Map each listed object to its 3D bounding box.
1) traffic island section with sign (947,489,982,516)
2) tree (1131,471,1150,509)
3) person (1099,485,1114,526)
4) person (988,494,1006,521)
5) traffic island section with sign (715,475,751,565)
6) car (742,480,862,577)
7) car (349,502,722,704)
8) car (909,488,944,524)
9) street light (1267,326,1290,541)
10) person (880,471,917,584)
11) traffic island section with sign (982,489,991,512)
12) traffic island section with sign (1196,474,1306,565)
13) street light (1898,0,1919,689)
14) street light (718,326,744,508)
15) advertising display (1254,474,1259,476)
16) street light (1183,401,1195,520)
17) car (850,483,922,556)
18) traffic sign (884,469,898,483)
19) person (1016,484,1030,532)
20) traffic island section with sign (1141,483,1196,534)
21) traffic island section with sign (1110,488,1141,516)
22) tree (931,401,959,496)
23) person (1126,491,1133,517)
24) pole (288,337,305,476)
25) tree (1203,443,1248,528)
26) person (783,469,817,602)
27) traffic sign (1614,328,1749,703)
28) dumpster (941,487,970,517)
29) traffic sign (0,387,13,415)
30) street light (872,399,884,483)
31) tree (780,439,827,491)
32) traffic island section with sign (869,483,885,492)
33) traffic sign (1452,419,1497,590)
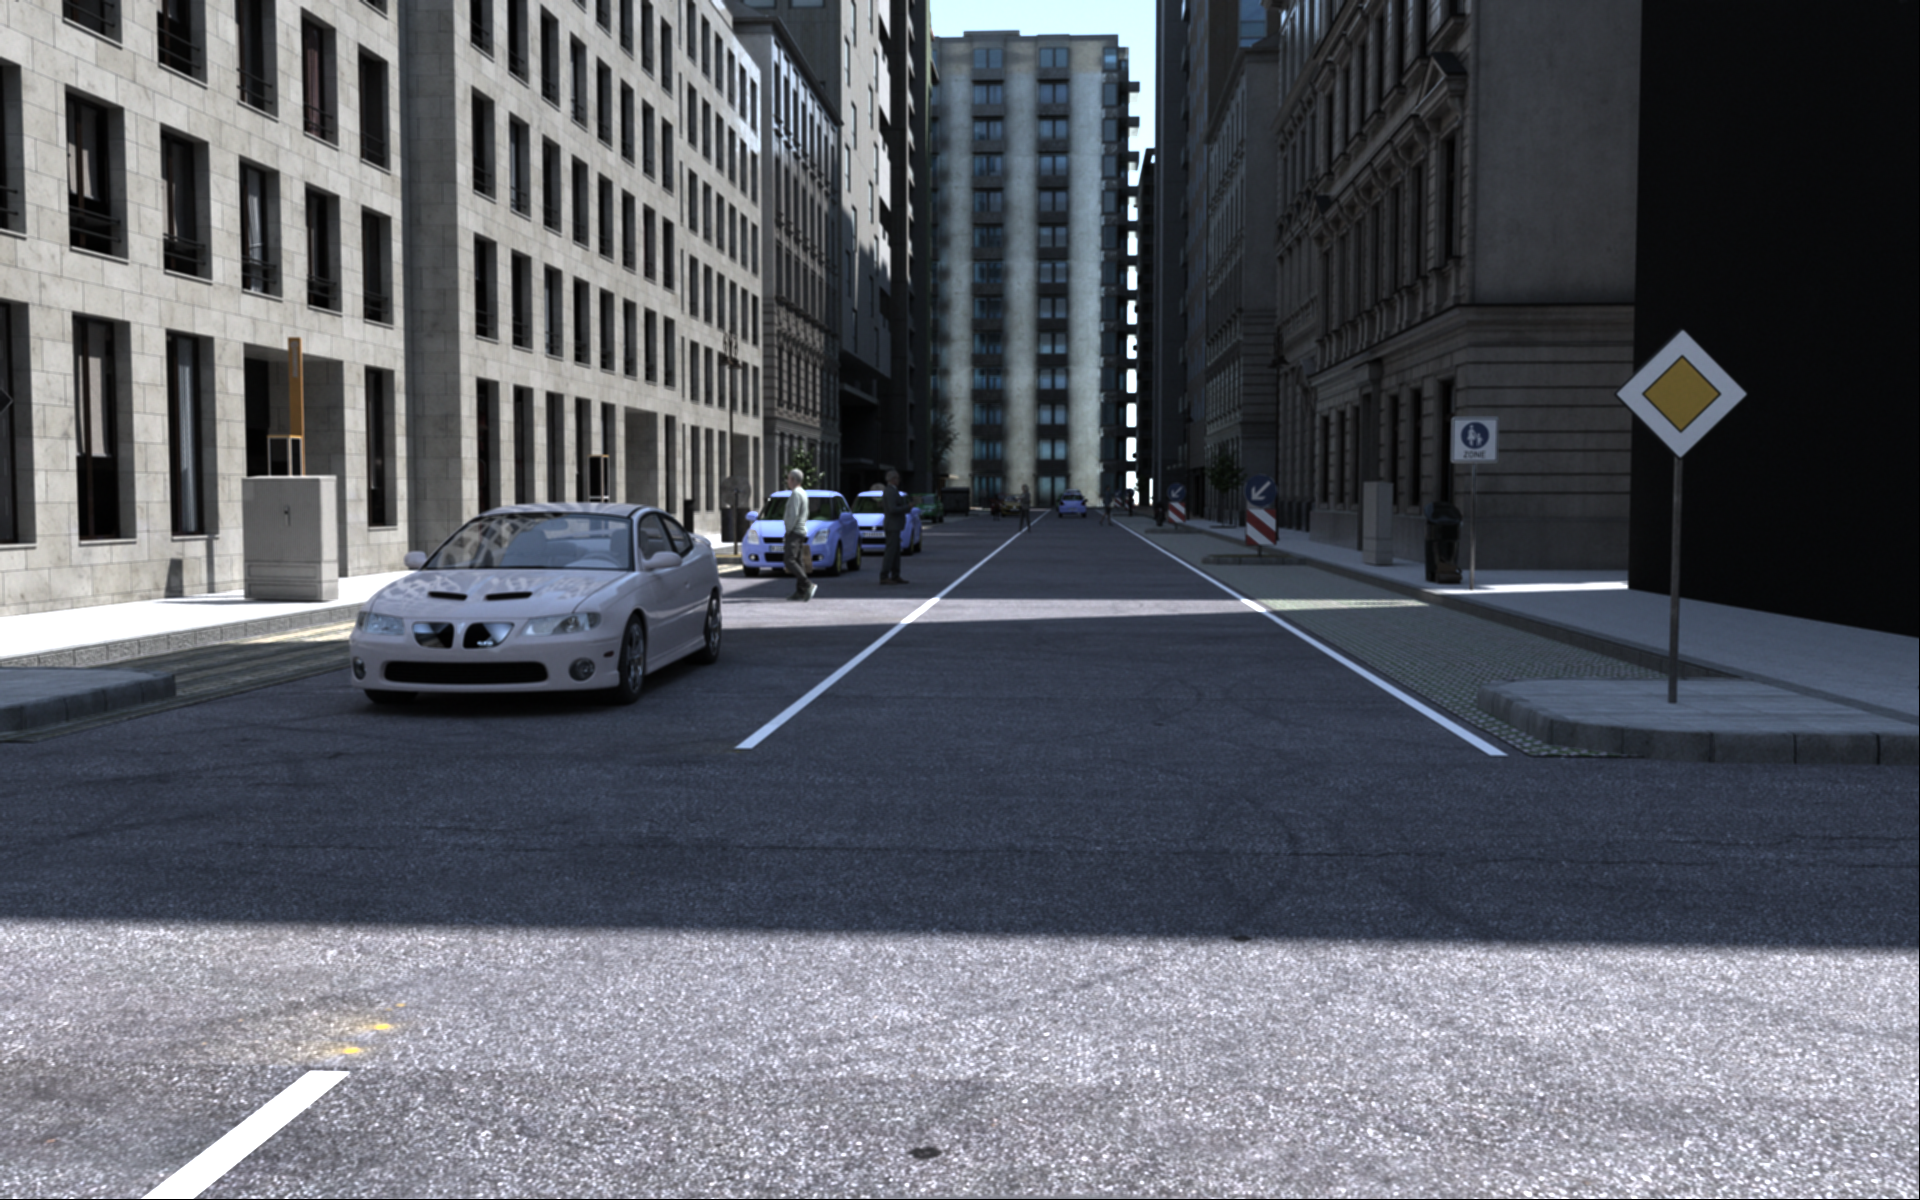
[{"bbox_3d":[0.222,-6.376,112.883,1.989,1.847,2.006,0,4,4],"label":"traffic island section with sign"},{"bbox_3d":[15.187,-9.267,146.124,1.663,3.219,1.824,0,3,0],"label":"tree"},{"bbox_3d":[6.667,-4.290,78.671,0.654,1.822,0.581,1,4,20],"label":"person"},{"bbox_3d":[1.984,-5.020,93.837,1.065,1.426,0.557,-2,4,-25],"label":"person"},{"bbox_3d":[-4.687,-1.667,35.883,1.989,1.847,2.006,0,4,4],"label":"traffic island section with sign"},{"bbox_3d":[-2.824,-1.325,31.253,1.945,1.707,3.694,0,4,5],"label":"car"},{"bbox_3d":[-3.056,-0.060,13.348,2.083,1.381,4.827,0,4,3],"label":"car"},{"bbox_3d":[-1.821,-4.627,84.447,1.959,1.807,4.718,0,4,5],"label":"car"},{"bbox_3d":[8.748,-4.584,47.736,0.468,5.910,1.993,0,4,4],"label":"street light"},{"bbox_3d":[-0.990,-1.154,27.547,0.590,1.801,0.661,-1,4,-9],"label":"person"},{"bbox_3d":[1.927,-8.022,139.784,1.989,1.847,2.006,0,4,4],"label":"traffic island section with sign"},{"bbox_3d":[5.983,-1.648,35.570,1.989,1.847,2.006,0,4,4],"label":"traffic island section with sign"},{"bbox_3d":[6.401,-2.349,11.200,0.468,5.910,1.993,0,4,4],"label":"street light"},{"bbox_3d":[-6.331,-4.597,47.948,0.468,5.910,1.993,0,4,4],"label":"street light"},{"bbox_3d":[9.716,-3.143,56.605,0.123,1.923,0.974,0,4,3],"label":"advertising display"},{"bbox_3d":[11.220,-6.866,85.049,0.468,5.910,1.993,0,4,4],"label":"street light"},{"bbox_3d":[-1.866,-1.951,41.489,1.945,1.707,3.694,0,4,3],"label":"car"},{"bbox_3d":[-3.453,-5.294,86.663,0.768,2.556,0.104,1,4,12],"label":"traffic sign"},{"bbox_3d":[2.402,-3.438,64.892,0.526,1.800,0.537,-2,4,-24],"label":"person"},{"bbox_3d":[7.731,-3.328,63.048,1.989,1.847,2.006,0,4,4],"label":"traffic island section with sign"},{"bbox_3d":[10.868,-6.340,112.284,1.989,1.847,2.006,0,4,4],"label":"traffic island section with sign"},{"bbox_3d":[-2.066,-11.364,136.155,4.360,8.622,3.978,0,3,0],"label":"tree"},{"bbox_3d":[10.754,-6.100,109.712,0.415,1.643,0.593,0,4,3],"label":"person"},{"bbox_3d":[-8.672,-1.764,22.681,0.158,3.312,0.155,0,3,0],"label":"pole"},{"bbox_3d":[10.168,-4.364,65.957,1.663,3.219,1.824,0,3,0],"label":"tree"},{"bbox_3d":[-2.153,-0.881,23.387,0.515,1.767,0.782,0,4,4],"label":"person"},{"bbox_3d":[4.373,-0.424,10.573,0.795,2.450,0.064,0,4,4],"label":"traffic sign"},{"bbox_3d":[-0.290,-6.131,108.453,1.865,1.857,1.264,0,4,4],"label":"dumpster"},{"bbox_3d":[-6.548,-0.467,11.286,0.795,2.450,0.064,0,4,4],"label":"traffic sign"},{"bbox_3d":[-3.959,-6.814,84.201,0.468,5.910,1.993,0,4,4],"label":"street light"},{"bbox_3d":[-5.527,-4.085,61.390,1.663,3.219,1.824,0,3,0],"label":"tree"},{"bbox_3d":[-2.949,-3.327,63.025,1.989,1.847,2.006,0,4,4],"label":"traffic island section with sign"},{"bbox_3d":[6.835,-1.281,23.068,0.606,2.300,0.079,0,4,6],"label":"traffic sign"}]
